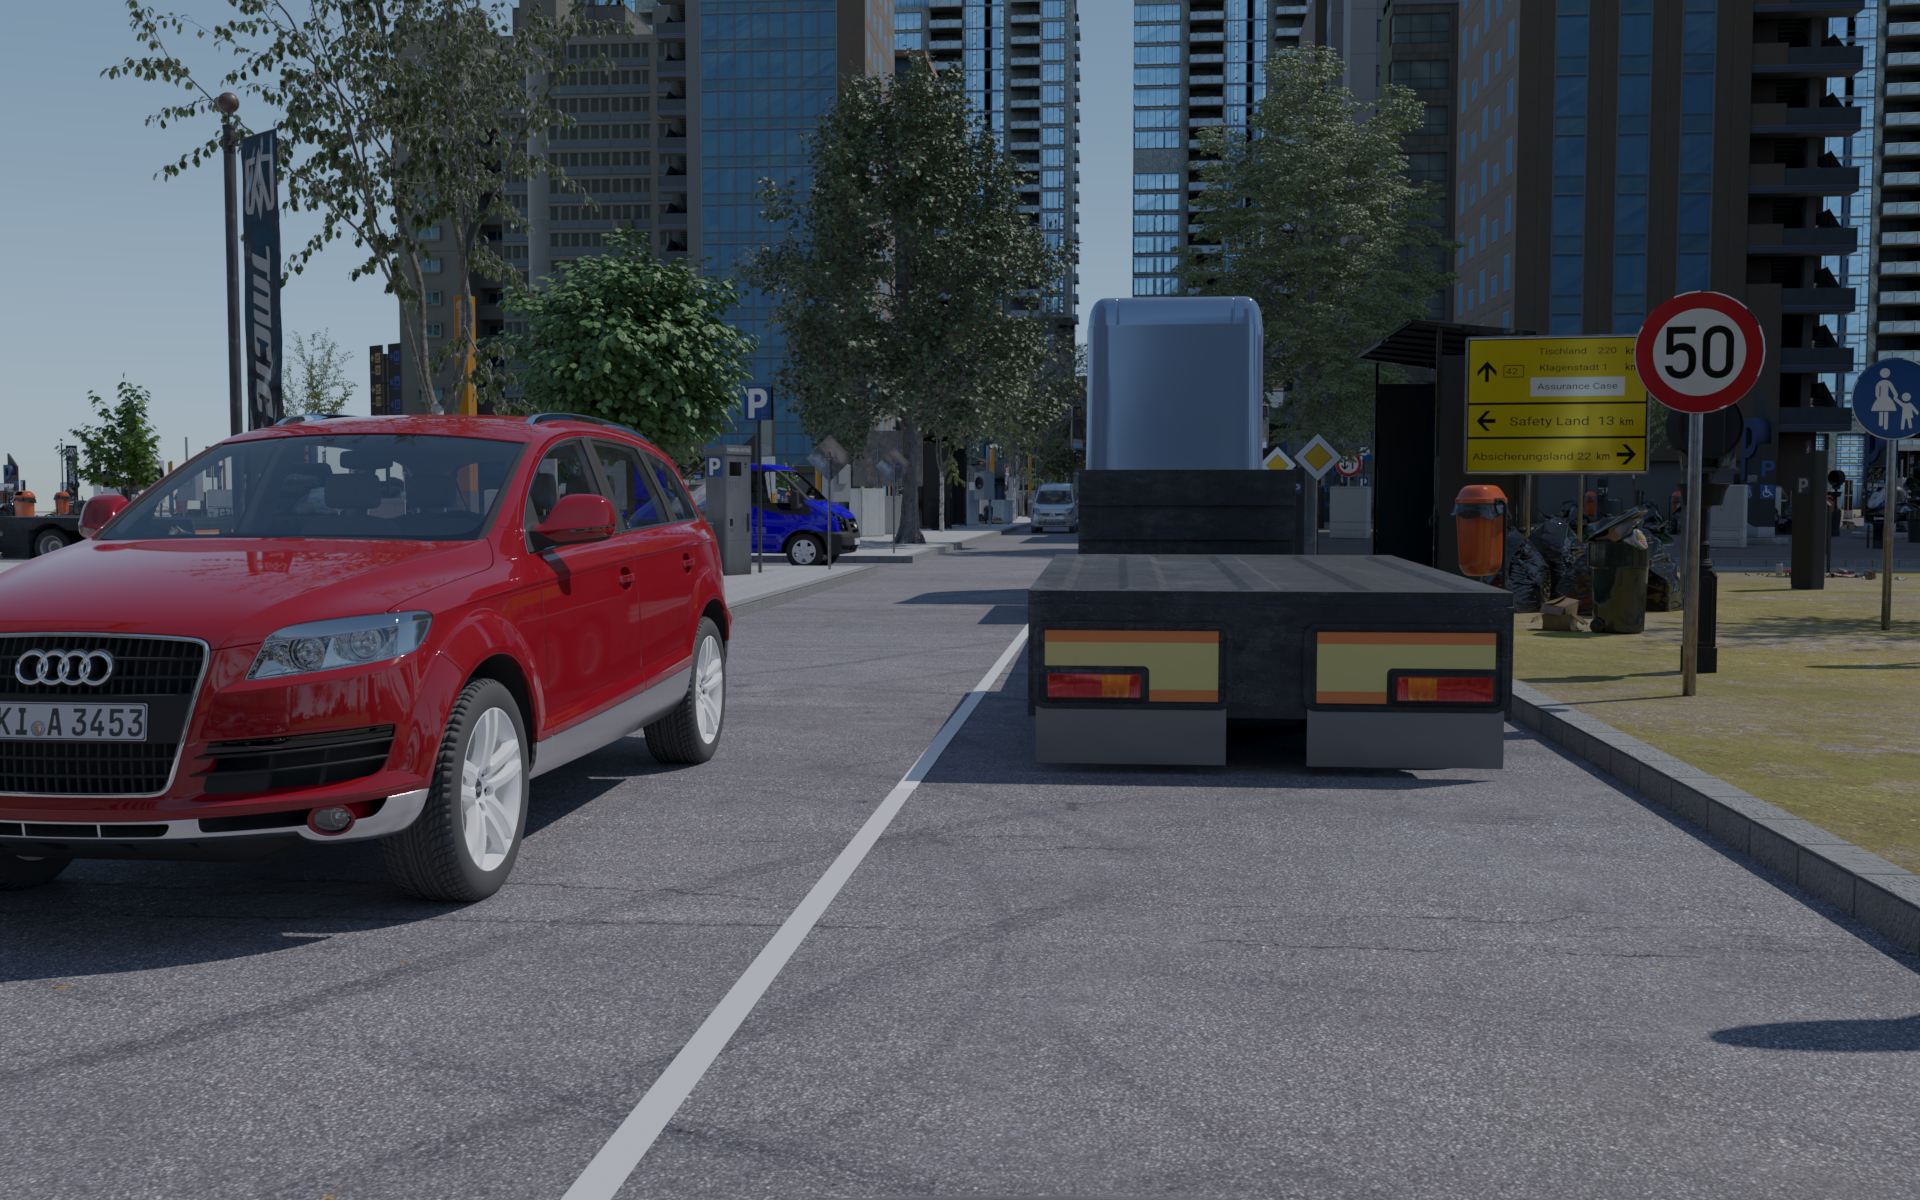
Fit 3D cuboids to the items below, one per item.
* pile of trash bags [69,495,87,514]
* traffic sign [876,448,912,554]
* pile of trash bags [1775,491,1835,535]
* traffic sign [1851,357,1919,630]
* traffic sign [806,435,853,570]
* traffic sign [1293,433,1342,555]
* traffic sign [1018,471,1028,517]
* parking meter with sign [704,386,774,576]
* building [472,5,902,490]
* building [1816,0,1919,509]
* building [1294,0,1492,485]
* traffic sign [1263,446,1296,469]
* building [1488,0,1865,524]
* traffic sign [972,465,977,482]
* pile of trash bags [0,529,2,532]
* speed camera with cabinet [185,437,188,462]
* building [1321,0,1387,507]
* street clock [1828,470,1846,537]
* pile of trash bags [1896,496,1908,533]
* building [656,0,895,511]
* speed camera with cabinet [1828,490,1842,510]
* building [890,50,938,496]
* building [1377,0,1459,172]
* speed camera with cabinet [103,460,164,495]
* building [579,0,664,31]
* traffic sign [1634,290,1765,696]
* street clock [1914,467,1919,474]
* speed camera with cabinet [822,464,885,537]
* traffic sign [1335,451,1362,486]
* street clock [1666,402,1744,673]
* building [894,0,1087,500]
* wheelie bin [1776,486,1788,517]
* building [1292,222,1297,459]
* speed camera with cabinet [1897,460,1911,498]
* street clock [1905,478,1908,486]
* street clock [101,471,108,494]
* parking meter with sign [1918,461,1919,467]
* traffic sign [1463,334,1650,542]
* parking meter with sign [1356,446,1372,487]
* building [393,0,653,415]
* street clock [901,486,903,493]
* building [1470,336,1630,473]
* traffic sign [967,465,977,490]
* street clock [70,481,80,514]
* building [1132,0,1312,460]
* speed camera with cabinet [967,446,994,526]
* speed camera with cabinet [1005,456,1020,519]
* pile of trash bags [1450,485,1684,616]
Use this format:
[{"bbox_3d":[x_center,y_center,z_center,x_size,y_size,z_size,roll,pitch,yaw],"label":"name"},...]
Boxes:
[{"bbox_3d":[-35.972,-3.783,71.611,3.447,1.369,1.912,1,4,14],"label":"pile of trash bags"},{"bbox_3d":[-1.424,-2.061,37.332,0.795,2.450,0.064,0,4,6],"label":"traffic sign"},{"bbox_3d":[26.287,-2.776,55.144,3.447,1.369,1.912,-1,4,-11],"label":"pile of trash bags"},{"bbox_3d":[8.732,-0.988,16.263,0.768,2.556,0.104,1,4,9],"label":"traffic sign"},{"bbox_3d":[-2.214,-1.575,29.386,0.795,2.450,0.064,0,4,6],"label":"traffic sign"},{"bbox_3d":[5.888,-1.524,28.562,0.795,2.450,0.064,0,4,6],"label":"traffic sign"},{"bbox_3d":[3.493,-5.828,95.397,0.768,2.556,0.104,1,4,12],"label":"traffic sign"},{"bbox_3d":[-3.695,-1.906,27.423,0.543,3.016,1.738,2,4,32],"label":"parking meter with sign"},{"bbox_3d":[-20.034,-27.514,141.733,32.217,40.220,23.993,0,4,6],"label":"building"},{"bbox_3d":[79.616,-51.623,156.703,31.000,86.520,22.319,0,4,6],"label":"building"},{"bbox_3d":[37.251,-30.709,152.200,14.600,45.320,14.200,0,4,6],"label":"building"},{"bbox_3d":[6.678,-2.010,36.508,0.795,2.450,0.064,0,4,6],"label":"traffic sign"},{"bbox_3d":[31.300,-26.274,79.696,14.600,45.320,14.200,0,4,6],"label":"building"},{"bbox_3d":[0.712,-4.701,76.868,0.884,2.594,0.081,1,4,11],"label":"traffic sign"},{"bbox_3d":[-26.889,-2.352,48.211,3.447,1.369,1.912,2,4,28],"label":"pile of trash bags"},{"bbox_3d":[-26.031,-4.020,60.061,2.038,3.252,0.660,0,4,4],"label":"speed camera with cabinet"},{"bbox_3d":[38.206,-35.970,130.109,21.231,58.520,28.212,0,4,6],"label":"building"},{"bbox_3d":[26.398,-2.913,52.202,0.358,2.002,0.471,-1,4,-17],"label":"street clock"},{"bbox_3d":[29.966,-2.719,54.215,1.912,1.369,3.447,-1,4,-10],"label":"pile of trash bags"},{"bbox_3d":[-12.378,-28.838,121.615,14.600,45.320,14.200,0,4,6],"label":"building"},{"bbox_3d":[39.981,-5.256,80.276,0.660,3.252,2.038,-1,4,-9],"label":"speed camera with cabinet"},{"bbox_3d":[-15.184,-31.398,167.989,28.867,44.769,22.147,0,4,6],"label":"building"},{"bbox_3d":[31.496,-20.223,102.351,14.160,30.474,14.107,0,4,6],"label":"building"},{"bbox_3d":[-20.779,-3.012,43.585,0.660,3.252,2.038,0,4,3],"label":"speed camera with cabinet"},{"bbox_3d":[-43.347,-55.604,221.795,31.000,86.520,22.319,0,4,6],"label":"building"},{"bbox_3d":[4.641,-0.663,10.948,0.768,2.556,0.104,1,4,14],"label":"traffic sign"},{"bbox_3d":[26.045,-2.592,46.953,0.358,2.002,0.471,0,4,4],"label":"street clock"},{"bbox_3d":[-3.185,-3.520,51.885,2.038,3.252,0.660,-3,5,-44],"label":"speed camera with cabinet"},{"bbox_3d":[11.467,-3.123,51.163,0.768,2.556,0.104,1,4,8],"label":"traffic sign"},{"bbox_3d":[5.329,-0.481,12.440,0.471,2.002,0.358,0,4,-2],"label":"street clock"},{"bbox_3d":[1.966,-55.333,217.372,31.000,86.520,22.319,0,4,6],"label":"building"},{"bbox_3d":[32.080,-3.688,68.204,0.980,1.594,0.693,-2,4,-29],"label":"wheelie bin"},{"bbox_3d":[39.017,-24.157,166.675,14.160,30.474,14.107,0,4,6],"label":"building"},{"bbox_3d":[53.527,-6.422,99.339,2.038,3.252,0.660,-1,4,-12],"label":"speed camera with cabinet"},{"bbox_3d":[40.098,-4.184,72.974,0.471,2.002,0.358,3,5,43],"label":"street clock"},{"bbox_3d":[-25.871,-2.935,52.562,0.471,2.002,0.358,-2,4,-33],"label":"street clock"},{"bbox_3d":[50.314,-5.755,90.355,0.543,3.016,1.738,2,4,27],"label":"parking meter with sign"},{"bbox_3d":[7.649,-1.737,22.267,2.265,3.308,0.079,1,4,12],"label":"traffic sign"},{"bbox_3d":[14.769,-4.098,63.262,0.543,3.016,1.738,1,4,15],"label":"parking meter with sign"},{"bbox_3d":[-40.990,-33.467,170.891,21.600,48.544,21.300,0,4,6],"label":"building"},{"bbox_3d":[-2.149,-3.900,68.336,0.358,2.002,0.471,-3,5,-41],"label":"street clock"},{"bbox_3d":[63.792,-36.308,213.251,30.456,49.044,23.786,0,4,6],"label":"building"},{"bbox_3d":[0.350,-4.611,75.502,0.768,2.556,0.104,1,4,12],"label":"traffic sign"},{"bbox_3d":[-45.914,-5.216,89.850,0.471,2.002,0.358,-1,4,-12],"label":"street clock"},{"bbox_3d":[33.075,-55.111,213.734,31.000,86.520,22.319,0,4,6],"label":"building"},{"bbox_3d":[0.573,-4.698,71.155,0.660,3.252,2.038,-3,4,-37],"label":"speed camera with cabinet"},{"bbox_3d":[2.685,-5.842,89.847,0.660,3.252,2.038,0,4,-4],"label":"speed camera with cabinet"},{"bbox_3d":[6.344,-0.543,18.633,3.447,1.369,1.912,-3,5,-44],"label":"pile of trash bags"}]
